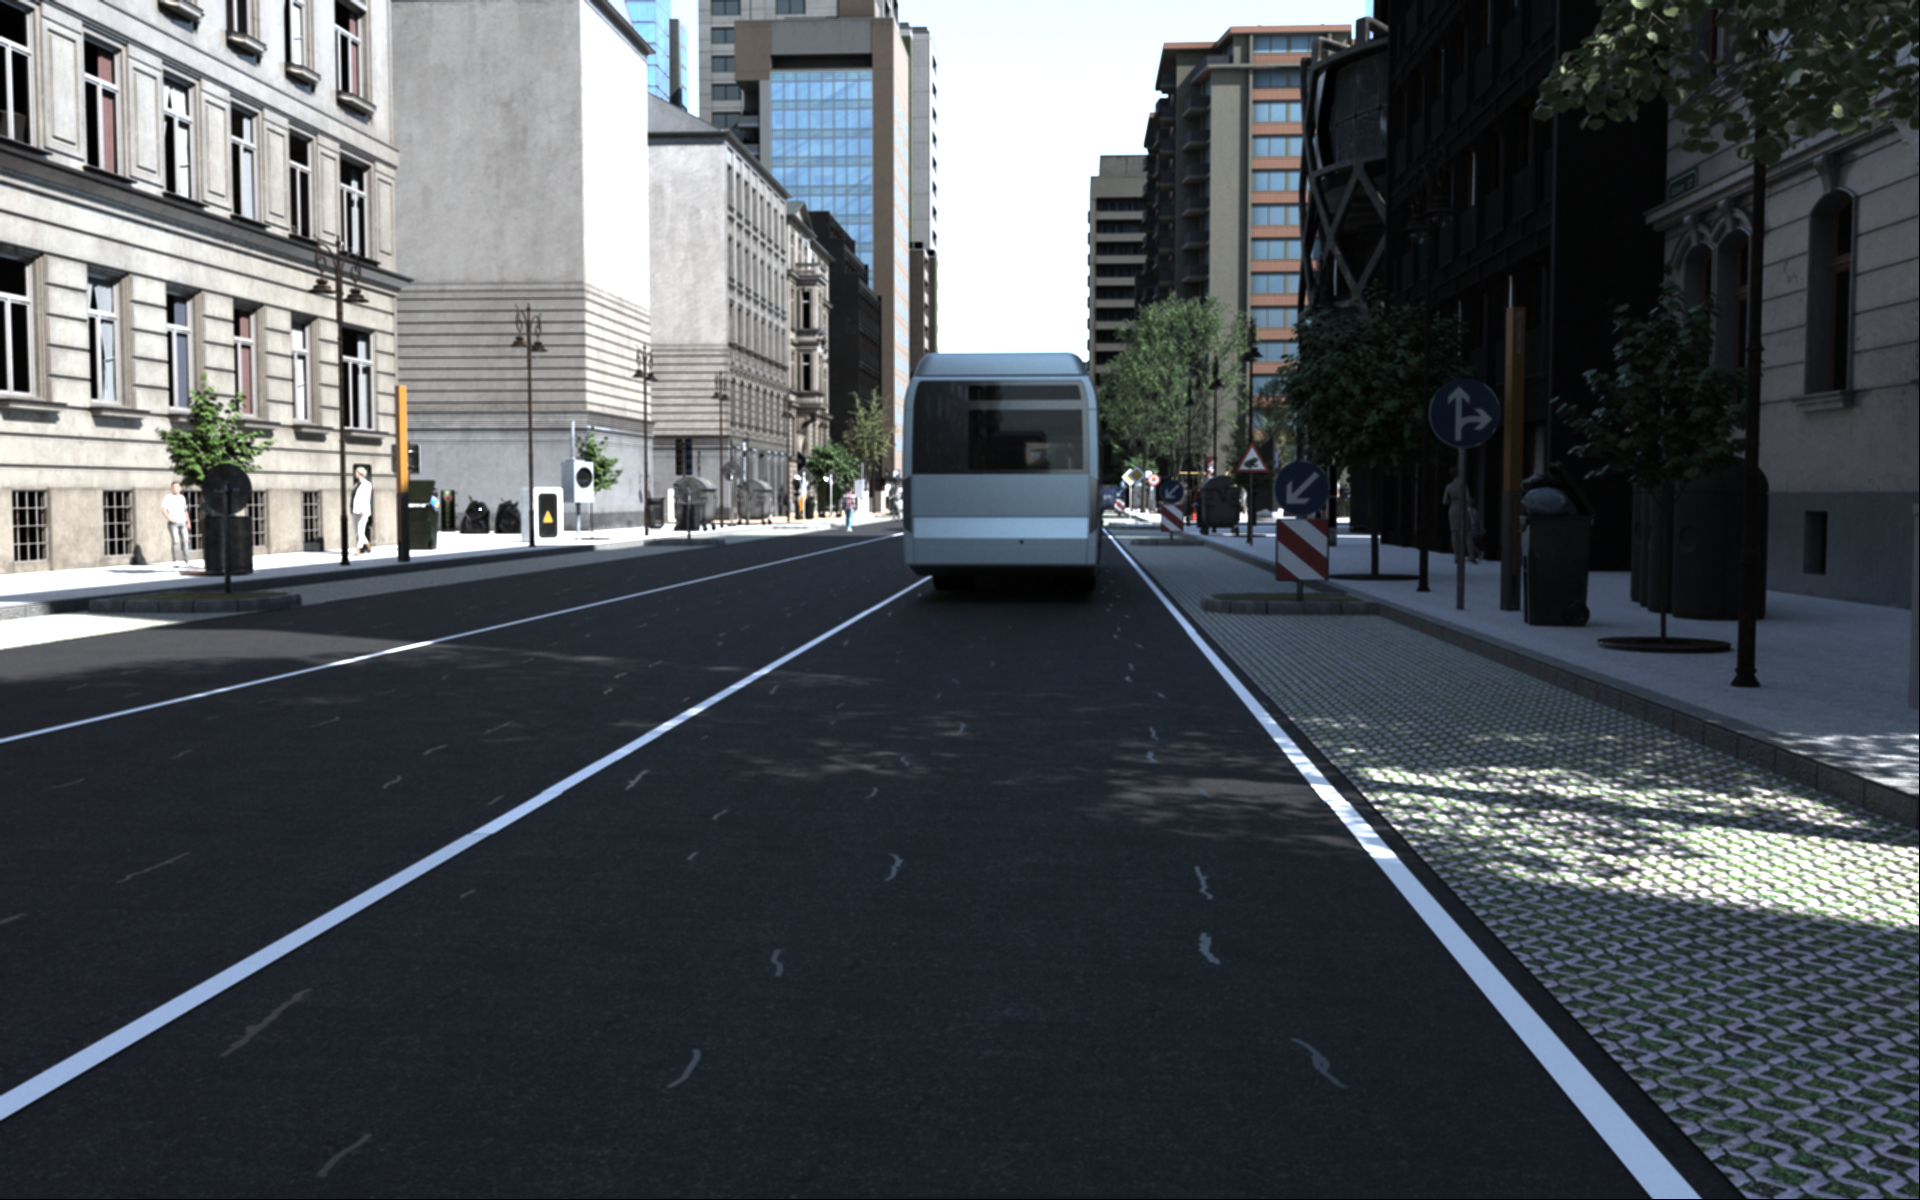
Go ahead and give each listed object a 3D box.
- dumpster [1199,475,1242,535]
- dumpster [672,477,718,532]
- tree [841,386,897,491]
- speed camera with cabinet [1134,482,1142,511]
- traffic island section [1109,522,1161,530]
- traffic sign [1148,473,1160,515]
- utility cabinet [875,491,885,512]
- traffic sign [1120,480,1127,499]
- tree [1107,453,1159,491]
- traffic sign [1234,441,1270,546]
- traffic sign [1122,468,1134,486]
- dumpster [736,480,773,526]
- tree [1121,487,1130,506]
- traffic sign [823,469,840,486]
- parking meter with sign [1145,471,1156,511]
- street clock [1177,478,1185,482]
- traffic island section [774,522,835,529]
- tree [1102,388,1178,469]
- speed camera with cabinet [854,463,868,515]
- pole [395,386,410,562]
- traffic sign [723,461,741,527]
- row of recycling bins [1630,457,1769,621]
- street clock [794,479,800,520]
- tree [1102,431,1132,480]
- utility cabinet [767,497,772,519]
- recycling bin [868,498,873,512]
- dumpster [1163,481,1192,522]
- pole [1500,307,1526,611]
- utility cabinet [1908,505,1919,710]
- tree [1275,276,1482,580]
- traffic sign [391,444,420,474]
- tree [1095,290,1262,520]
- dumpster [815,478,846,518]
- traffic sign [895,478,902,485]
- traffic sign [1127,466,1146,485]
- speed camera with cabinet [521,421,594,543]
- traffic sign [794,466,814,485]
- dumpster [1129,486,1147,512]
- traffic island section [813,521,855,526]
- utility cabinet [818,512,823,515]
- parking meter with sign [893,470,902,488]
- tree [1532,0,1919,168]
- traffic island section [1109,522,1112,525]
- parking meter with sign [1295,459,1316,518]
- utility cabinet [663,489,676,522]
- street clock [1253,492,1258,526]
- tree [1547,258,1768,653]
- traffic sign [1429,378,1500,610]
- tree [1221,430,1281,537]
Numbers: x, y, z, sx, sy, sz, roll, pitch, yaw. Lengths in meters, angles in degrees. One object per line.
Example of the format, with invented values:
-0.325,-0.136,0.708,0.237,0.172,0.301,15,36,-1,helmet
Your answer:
8.221,-2.988,54.604,1.264,1.857,1.865,0,4,4,dumpster
-9.174,-3.311,59.897,1.264,1.857,1.865,0,4,4,dumpster
-6.351,-10.293,118.660,4.737,8.622,4.395,0,3,0,tree
13.794,-8.508,133.446,0.660,3.252,2.038,0,4,1,speed camera with cabinet
7.236,-2.957,70.635,2.009,0.180,2.903,0,4,4,traffic island section
11.957,-6.532,106.910,0.768,2.556,0.104,0,4,5,traffic sign
-5.583,-6.814,120.095,0.318,1.500,1.173,-2,4,-30,utility cabinet
14.527,-9.350,152.974,0.768,2.556,0.104,0,4,6,traffic sign
14.264,-9.412,137.606,4.285,4.588,4.351,0,3,0,tree
7.217,-2.621,42.856,0.884,2.594,0.081,1,4,10,traffic sign
7.737,-4.669,78.522,0.795,2.593,0.064,0,4,4,traffic sign
-8.452,-4.000,71.161,1.264,1.857,1.865,0,4,4,dumpster
17.440,-11.422,181.345,1.663,3.219,1.824,0,3,0,tree
-5.927,-4.725,79.438,0.795,2.593,0.064,0,4,4,traffic sign
14.205,-8.098,128.656,0.543,3.016,1.738,0,4,-8,parking meter with sign
10.203,-4.623,80.150,0.358,2.002,0.471,2,4,34,street clock
-6.475,-3.013,71.539,2.009,0.180,2.903,0,4,4,traffic island section
15.183,-12.983,146.680,7.601,10.594,8.767,-2,4,-26,tree
-6.237,-7.028,109.250,0.660,3.252,2.038,0,4,7,speed camera with cabinet
-10.530,-2.376,32.690,0.158,3.312,0.155,0,3,0,pole
-8.857,-4.103,67.186,0.768,2.556,0.104,0,4,8,traffic sign
8.099,-0.739,19.200,1.069,1.692,3.534,1,4,13,row of recycling bins
-8.067,-4.965,85.755,0.358,2.002,0.471,-1,4,-19,street clock
17.561,-14.823,192.715,4.360,8.622,3.978,0,3,0,tree
-10.163,-4.840,90.293,0.306,1.237,1.020,1,4,19,utility cabinet
-6.067,-6.697,122.045,0.722,1.027,0.722,2,4,30,recycling bin
9.923,-4.476,78.938,1.264,1.857,1.865,0,4,4,dumpster
6.066,-1.538,18.991,0.158,3.312,0.155,0,3,0,pole
5.824,0.077,9.907,0.306,1.237,1.020,0,4,5,utility cabinet
6.373,-2.609,26.365,4.285,4.588,4.351,0,3,0,tree
-11.404,-2.050,35.648,0.606,2.300,0.079,0,4,8,traffic sign
10.978,-9.862,86.994,9.928,11.665,9.643,0,3,0,tree
-7.070,-5.623,94.422,1.502,2.255,1.985,0,4,4,dumpster
-4.738,-8.298,135.785,0.768,2.556,0.104,0,4,7,traffic sign
7.212,-4.181,70.554,0.795,2.593,0.064,0,4,4,traffic sign
-10.712,-3.166,46.104,0.660,3.252,2.038,3,4,37,speed camera with cabinet
-6.451,-4.237,71.470,0.795,2.593,0.064,0,4,4,traffic sign
12.724,-7.200,123.484,1.264,1.857,1.865,0,4,4,dumpster
-5.951,-3.500,79.507,2.009,0.180,2.903,0,4,4,traffic island section
-8.429,-5.748,105.149,0.306,1.237,1.020,0,4,4,utility cabinet
-4.501,-8.030,127.554,0.543,3.016,1.738,1,4,13,parking meter with sign
4.647,-5.361,5.783,7.486,12.596,7.792,0,3,0,tree
7.761,-3.445,78.603,2.009,0.180,2.903,0,4,4,traffic island section
17.505,-5.473,85.747,1.738,3.016,0.543,2,4,28,parking meter with sign
-13.317,-4.374,80.197,0.318,1.500,1.173,2,4,23,utility cabinet
11.837,-3.990,69.811,0.471,2.002,0.358,2,4,33,street clock
5.732,-1.209,14.366,1.663,3.219,1.824,0,3,0,tree
5.563,-1.167,19.181,0.768,2.556,0.104,0,4,6,traffic sign
8.853,-3.522,52.186,1.663,3.219,1.824,0,3,0,tree
